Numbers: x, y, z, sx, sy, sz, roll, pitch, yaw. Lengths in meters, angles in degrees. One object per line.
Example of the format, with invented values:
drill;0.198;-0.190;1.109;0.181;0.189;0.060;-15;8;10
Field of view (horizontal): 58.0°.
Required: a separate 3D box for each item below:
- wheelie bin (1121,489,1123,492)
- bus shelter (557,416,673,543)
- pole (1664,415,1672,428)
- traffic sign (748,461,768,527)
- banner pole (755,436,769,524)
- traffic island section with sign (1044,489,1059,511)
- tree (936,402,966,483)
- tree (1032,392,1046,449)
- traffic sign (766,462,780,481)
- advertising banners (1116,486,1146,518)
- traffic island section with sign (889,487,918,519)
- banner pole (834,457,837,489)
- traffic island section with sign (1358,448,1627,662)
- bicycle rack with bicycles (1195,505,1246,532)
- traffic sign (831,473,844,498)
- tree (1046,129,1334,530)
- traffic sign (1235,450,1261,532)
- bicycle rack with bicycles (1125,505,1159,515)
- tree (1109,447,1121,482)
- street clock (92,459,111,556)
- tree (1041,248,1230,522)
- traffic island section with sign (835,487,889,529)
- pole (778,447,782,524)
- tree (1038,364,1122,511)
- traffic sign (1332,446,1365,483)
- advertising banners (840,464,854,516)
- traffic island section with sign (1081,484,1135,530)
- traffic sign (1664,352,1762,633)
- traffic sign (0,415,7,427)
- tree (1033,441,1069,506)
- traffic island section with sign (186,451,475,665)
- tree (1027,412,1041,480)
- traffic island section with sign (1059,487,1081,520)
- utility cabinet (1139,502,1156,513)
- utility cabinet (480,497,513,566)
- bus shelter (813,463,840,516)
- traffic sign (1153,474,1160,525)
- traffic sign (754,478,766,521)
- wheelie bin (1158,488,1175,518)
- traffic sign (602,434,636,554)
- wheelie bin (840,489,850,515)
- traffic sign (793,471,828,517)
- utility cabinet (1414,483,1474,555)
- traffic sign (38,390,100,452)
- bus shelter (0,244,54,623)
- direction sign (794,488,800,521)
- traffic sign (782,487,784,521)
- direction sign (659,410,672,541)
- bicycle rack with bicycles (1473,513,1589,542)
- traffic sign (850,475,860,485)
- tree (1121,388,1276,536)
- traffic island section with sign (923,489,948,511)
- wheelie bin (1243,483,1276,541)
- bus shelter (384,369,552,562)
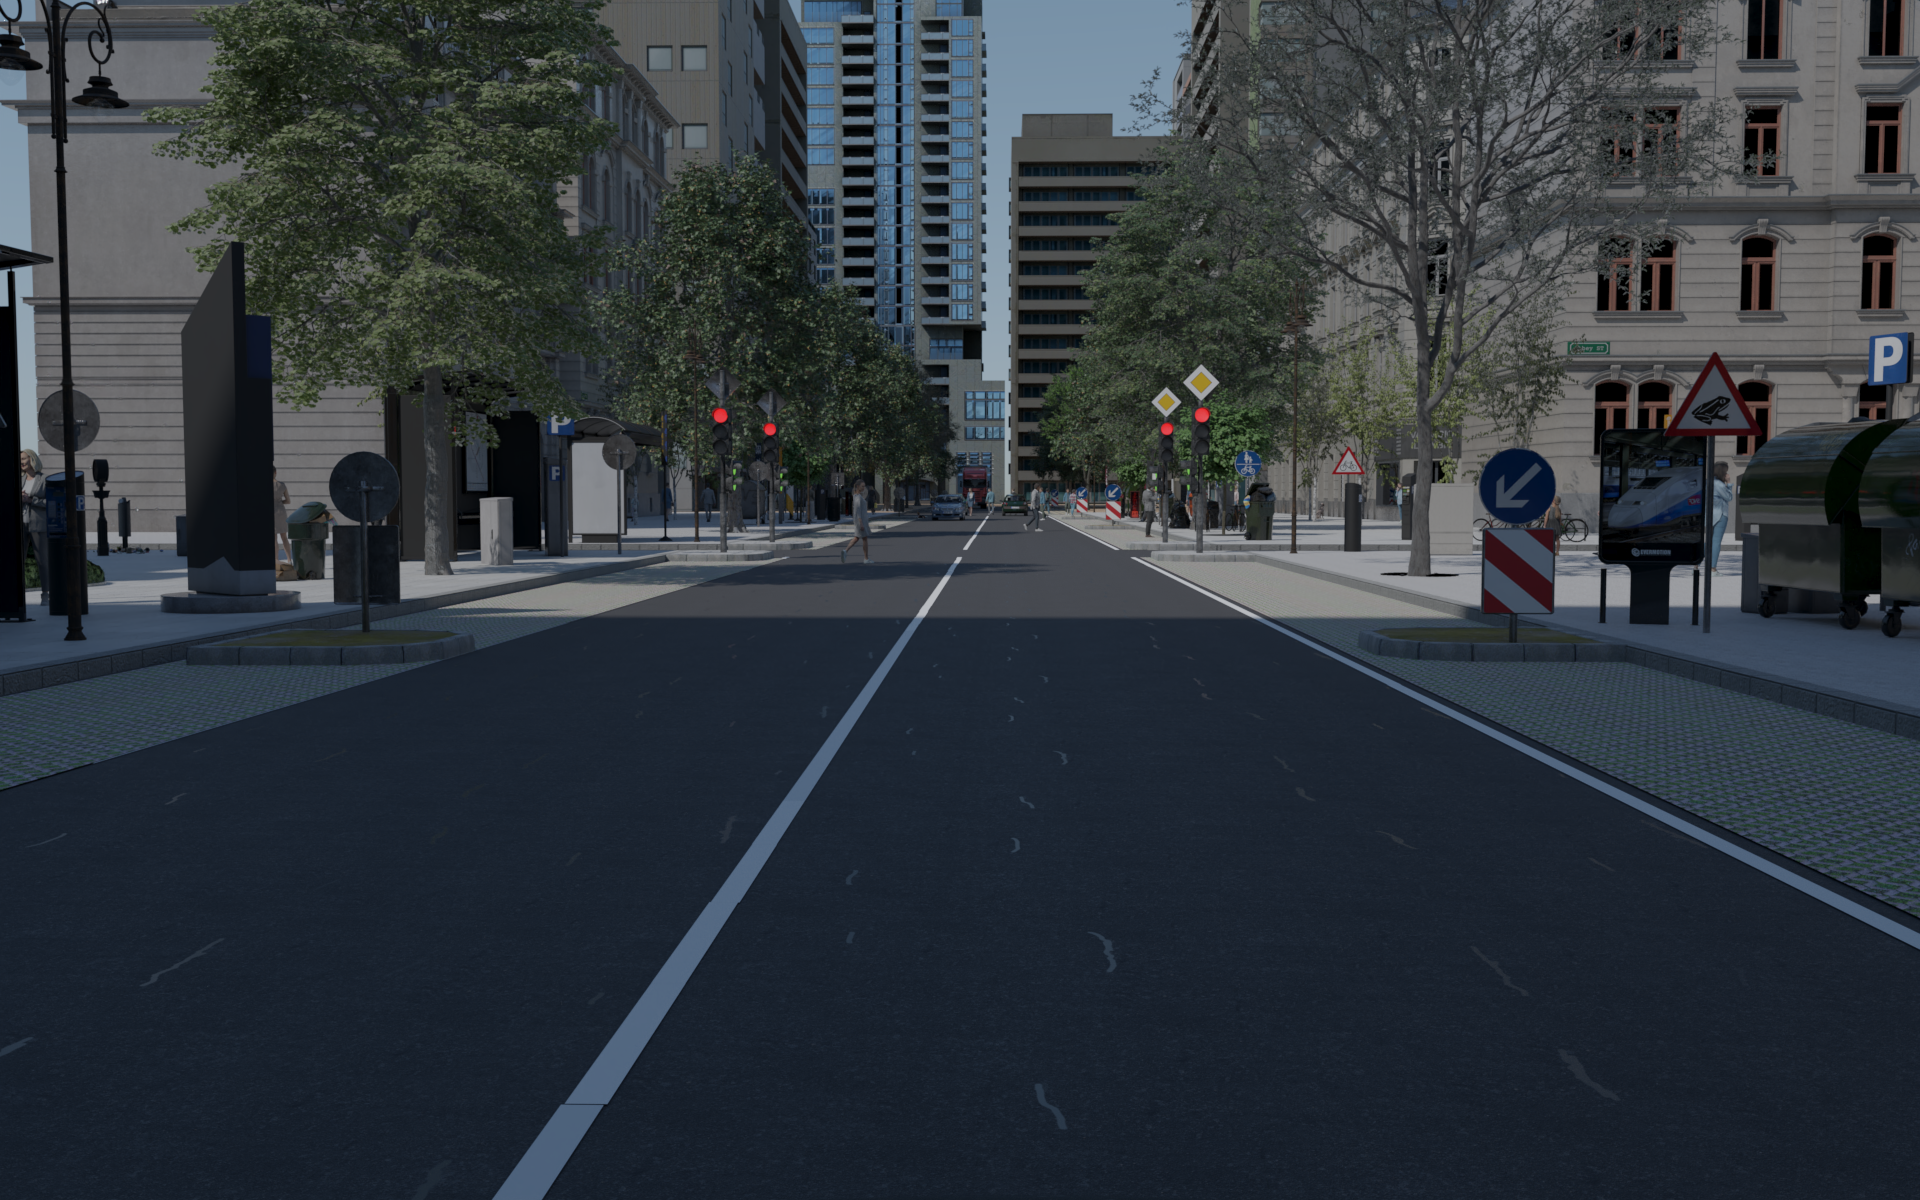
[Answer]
wheelie bin;10.504;-6.432;113.073;0.980;1.594;0.693;-1;4;-18
bus shelter;-9.430;-3.290;47.713;2.014;3.302;5.546;0;4;1
pole;18.237;-3.110;44.698;0.158;3.312;0.155;0;3;0
traffic sign;-7.815;-4.095;67.061;0.768;2.556;0.104;0;4;4
banner pole;-8.533;-5.148;74.192;0.401;3.779;0.863;-3;5;-43
traffic island section with sign;8.015;-8.579;148.897;1.989;1.847;2.006;0;4;1
tree;-5.463;-12.879;127.583;9.611;12.733;9.660;0;3;0
tree;11.281;-15.362;157.820;9.857;13.997;8.962;0;3;0
traffic sign;-7.422;-4.181;68.464;0.768;2.556;0.104;0;4;5
advertising banners;9.241;-5.846;91.772;2.074;3.025;0.090;1;4;12
traffic island section with sign;-3.386;-5.470;98.068;1.989;1.847;2.006;0;4;1
banner pole;-7.096;-6.645;98.656;0.401;3.779;0.863;0;4;6
traffic island section with sign;4.694;-0.429;15.637;1.989;1.847;2.006;0;4;1
bicycle rack with bicycles;9.048;-2.761;58.525;2.852;0.926;2.925;0;4;3
traffic sign;-5.819;-4.905;82.327;0.606;2.300;0.079;1;4;10
tree;8.706;-9.493;61.861;9.857;13.997;8.962;0;3;0
traffic sign;8.414;-3.091;50.643;0.768;2.556;0.104;0;4;6
bicycle rack with bicycles;10.622;-5.600;104.944;2.925;0.926;2.852;0;4;8
tree;9.228;-6.347;87.490;4.285;4.588;4.351;0;3;0
street clock;-17.776;-1.914;35.869;0.358;2.002;0.471;-3;4;-38
tree;8.800;-9.902;78.902;9.611;12.733;9.660;0;3;0
traffic island section with sign;-4.050;-3.806;70.850;1.989;1.847;2.006;0;4;1
pole;-7.704;-4.917;74.238;0.158;3.312;0.155;0;3;0
tree;9.930;-12.814;135.272;9.928;11.665;9.643;0;3;0
traffic sign;10.540;-2.877;47.043;0.884;2.594;0.081;1;4;11
advertising banners;-6.563;-6.397;100.776;0.090;3.025;2.074;-2;4;-27
traffic island section with sign;6.062;-3.771;70.282;1.989;1.847;2.006;0;4;1
traffic sign;6.898;-0.974;15.931;0.884;2.594;0.081;0;4;2
traffic sign;-8.036;-0.845;13.816;0.884;2.594;0.081;0;4;4
tree;11.373;-15.337;185.165;8.767;10.594;7.601;2;4;33
traffic island section with sign;-5.433;-0.410;15.327;1.989;1.847;2.006;0;4;1
tree;11.096;-15.406;168.892;9.611;12.733;9.660;0;3;0
traffic island section with sign;6.725;-5.437;97.522;1.989;1.847;2.006;0;4;1
utility cabinet;11.951;-6.263;111.080;1.173;1.500;0.318;-1;4;-8
utility cabinet;-8.446;-1.246;31.541;0.306;1.237;1.020;-2;4;-33
bus shelter;-7.954;-6.855;103.354;1.731;3.624;6.357;0;4;1
traffic sign;8.247;-4.248;71.579;0.606;2.300;0.079;0;4;5
traffic sign;-9.551;-5.041;82.522;0.768;2.556;0.104;0;4;5
wheelie bin;11.070;-5.184;92.658;0.980;1.594;0.693;-1;4;-22
traffic sign;-7.234;-2.241;36.739;0.768;2.556;0.104;1;4;10
wheelie bin;-7.375;-6.129;108.123;0.693;1.594;0.980;3;5;45
traffic sign;-8.581;-6.387;98.292;2.265;3.308;0.079;1;4;10
utility cabinet;10.110;-1.686;36.245;1.173;1.500;0.318;0;4;4
traffic sign;-10.816;-1.280;21.034;0.768;2.556;0.104;0;4;2
bus shelter;-9.935;-1.405;14.249;1.731;3.624;6.357;0;4;2
direction sign;-7.715;-5.519;82.237;0.379;3.537;0.876;0;4;-5
traffic sign;-8.344;-4.993;81.738;0.768;2.556;0.104;0;4;2
direction sign;-8.059;-3.382;47.290;0.379;3.537;0.876;-1;4;-20
bicycle rack with bicycles;15.735;-2.051;46.914;2.852;0.926;2.925;-3;4;-39
traffic sign;-6.337;-6.508;106.415;0.884;2.594;0.081;1;4;11
tree;8.110;-4.263;53.422;4.285;4.588;4.351;0;3;0
traffic island section with sign;-2.135;-8.535;148.169;1.989;1.847;2.006;0;4;1
wheelie bin;8.341;-2.452;48.000;0.980;1.594;0.693;-2;4;-32
bus shelter;-9.949;-2.718;35.718;1.731;3.624;6.357;0;4;1
